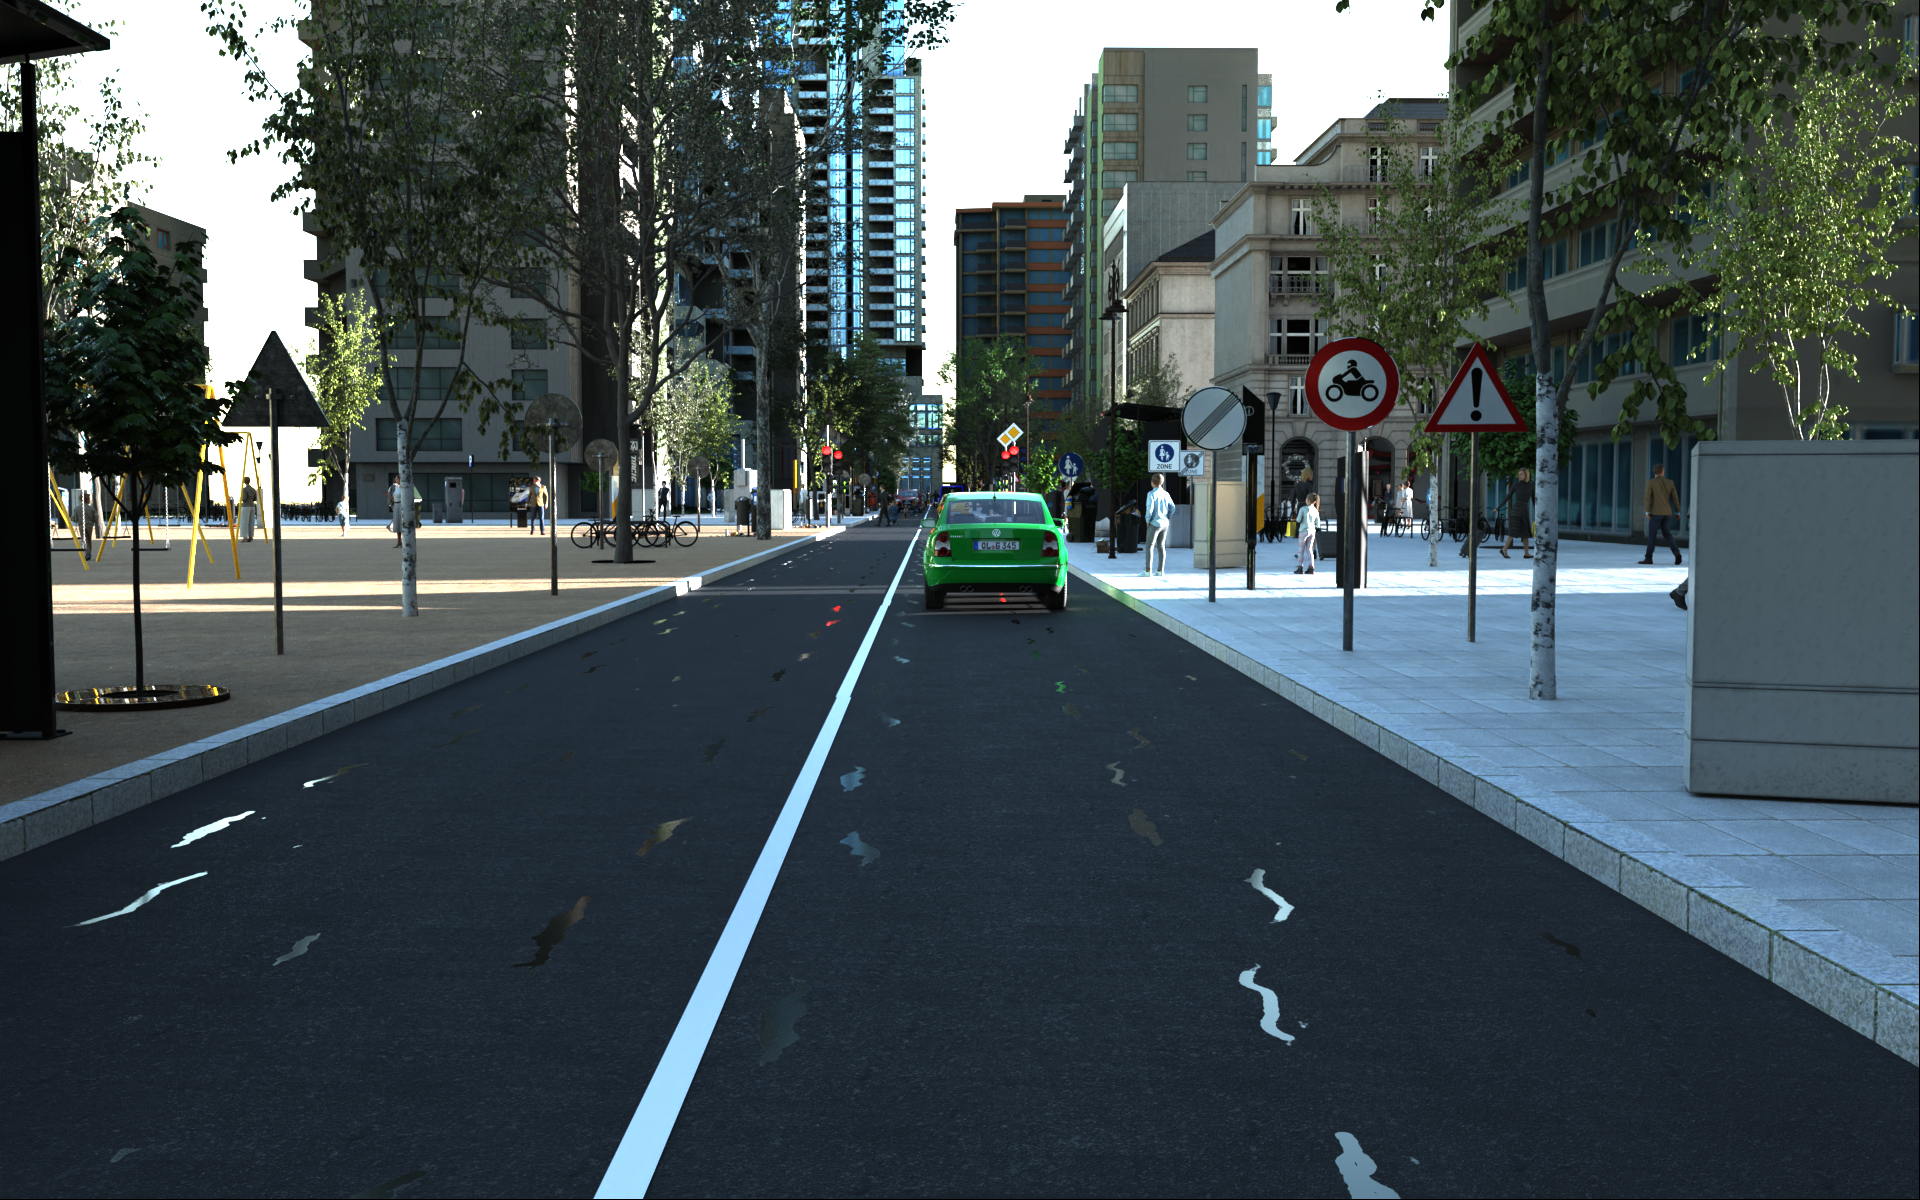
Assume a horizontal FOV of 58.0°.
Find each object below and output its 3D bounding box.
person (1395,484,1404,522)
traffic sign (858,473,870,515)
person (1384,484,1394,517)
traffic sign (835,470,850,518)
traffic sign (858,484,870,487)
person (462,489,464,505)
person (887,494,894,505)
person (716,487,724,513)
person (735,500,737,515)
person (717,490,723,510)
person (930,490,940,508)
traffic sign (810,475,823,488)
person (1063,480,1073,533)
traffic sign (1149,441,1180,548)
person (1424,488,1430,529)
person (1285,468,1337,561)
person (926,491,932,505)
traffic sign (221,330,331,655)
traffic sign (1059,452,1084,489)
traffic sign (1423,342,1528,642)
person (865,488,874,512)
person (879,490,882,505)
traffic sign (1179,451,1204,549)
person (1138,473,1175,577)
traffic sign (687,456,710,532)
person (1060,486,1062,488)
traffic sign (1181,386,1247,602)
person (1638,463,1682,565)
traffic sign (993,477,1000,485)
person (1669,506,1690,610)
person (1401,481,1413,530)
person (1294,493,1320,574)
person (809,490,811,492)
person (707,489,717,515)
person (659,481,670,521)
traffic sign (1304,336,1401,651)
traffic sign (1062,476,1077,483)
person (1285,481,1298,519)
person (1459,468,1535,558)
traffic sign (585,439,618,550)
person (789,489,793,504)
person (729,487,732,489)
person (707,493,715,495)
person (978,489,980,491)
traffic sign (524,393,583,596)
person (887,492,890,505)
[{"bbox_3d":[19.695,-4.318,77.387,0.466,1.731,0.760,0,4,3],"label":"person"},{"bbox_3d":[-5.903,-6.515,106.631,0.768,2.556,0.104,0,4,3],"label":"traffic sign"},{"bbox_3d":[20.026,-4.555,80.941,0.576,1.772,0.534,2,4,34],"label":"person"},{"bbox_3d":[-6.208,-5.585,91.419,0.768,2.556,0.104,0,4,5],"label":"traffic sign"},{"bbox_3d":[-6.971,-7.705,125.981,0.884,2.594,0.081,0,4,1],"label":"traffic sign"},{"bbox_3d":[-23.049,-4.495,79.552,0.555,1.821,0.388,0,4,1],"label":"person"},{"bbox_3d":[-8.134,-11.771,201.690,0.799,1.438,0.628,-1,4,-12],"label":"person"},{"bbox_3d":[-16.291,-6.871,118.652,0.850,1.792,0.678,2,4,30],"label":"person"},{"bbox_3d":[-13.709,-6.077,107.220,0.589,1.601,0.330,1,4,16],"label":"person"},{"bbox_3d":[-18.694,-7.921,135.795,0.600,1.795,0.529,0,4,1],"label":"person"},{"bbox_3d":[-2.491,-10.412,178.878,1.348,1.807,0.705,1,4,21],"label":"person"},{"bbox_3d":[-9.453,-6.972,113.998,0.884,2.594,0.081,0,4,6],"label":"traffic sign"},{"bbox_3d":[3.577,-3.039,56.479,0.466,1.731,0.760,1,4,19],"label":"person"},{"bbox_3d":[3.885,-1.887,32.976,0.606,2.300,0.079,0,4,1],"label":"traffic sign"},{"bbox_3d":[16.732,-3.370,61.482,0.601,1.785,0.444,-3,5,-40],"label":"person"},{"bbox_3d":[6.910,-1.695,33.967,0.699,1.804,1.509,0,4,-7],"label":"person"},{"bbox_3d":[-4.151,-13.181,223.635,1.348,1.869,0.705,-2,4,-28],"label":"person"},{"bbox_3d":[-5.445,-0.843,13.783,0.884,2.594,0.081,0,4,3],"label":"traffic sign"},{"bbox_3d":[3.401,-3.239,53.067,0.768,2.556,0.104,0,4,3],"label":"traffic sign"},{"bbox_3d":[4.439,-0.915,14.962,0.884,2.594,0.081,0,4,4],"label":"traffic sign"},{"bbox_3d":[-6.536,-7.202,124.542,0.760,1.731,0.466,-2,4,-32],"label":"person"},{"bbox_3d":[-7.889,-10.284,174.971,0.721,1.735,1.217,0,4,-8],"label":"person"},{"bbox_3d":[5.418,-2.351,40.571,0.606,2.300,0.079,0,4,7],"label":"traffic sign"},{"bbox_3d":[3.072,-1.170,26.986,0.589,1.601,0.330,-2,4,-26],"label":"person"},{"bbox_3d":[-8.824,-3.570,58.474,0.768,2.556,0.104,0,4,0],"label":"traffic sign"},{"bbox_3d":[5.352,-5.238,91.883,0.606,1.804,0.583,-2,4,-34],"label":"person"},{"bbox_3d":[3.001,-1.249,20.532,0.768,2.556,0.104,0,4,6],"label":"traffic sign"},{"bbox_3d":[12.799,-1.565,31.548,0.656,1.842,0.836,-3,4,-37],"label":"person"},{"bbox_3d":[2.642,-7.952,130.118,0.768,2.556,0.104,0,4,2],"label":"traffic sign"},{"bbox_3d":[8.260,-0.786,19.001,0.850,1.850,0.679,2,4,25],"label":"person"},{"bbox_3d":[16.125,-3.428,62.659,0.480,1.755,0.524,-2,4,-25],"label":"person"},{"bbox_3d":[5.549,-1.069,27.807,0.425,1.301,0.394,-3,4,-37],"label":"person"},{"bbox_3d":[-15.496,-10.620,180.471,0.721,1.735,1.217,0,4,7],"label":"person"},{"bbox_3d":[-15.208,-6.015,106.197,0.589,1.601,0.330,-2,4,-24],"label":"person"},{"bbox_3d":[-13.723,-4.552,79.834,0.648,1.900,0.474,1,4,11],"label":"person"},{"bbox_3d":[3.180,-0.857,14.121,0.768,2.556,0.104,0,4,7],"label":"traffic sign"},{"bbox_3d":[5.117,-4.965,81.278,0.768,2.556,0.104,0,4,-1],"label":"traffic sign"},{"bbox_3d":[15.157,-4.428,78.222,0.755,1.850,0.659,-1,4,-18],"label":"person"},{"bbox_3d":[10.856,-1.737,34.667,1.509,1.804,0.699,2,4,34],"label":"person"},{"bbox_3d":[-8.275,-2.437,39.957,0.768,2.556,0.104,0,4,1],"label":"traffic sign"},{"bbox_3d":[-17.998,-10.907,184.000,0.705,1.869,1.348,3,5,41],"label":"person"},{"bbox_3d":[-17.768,-7.811,133.997,0.529,1.795,0.600,-3,5,-44],"label":"person"},{"bbox_3d":[-19.351,-7.839,134.780,0.480,1.755,0.524,3,4,36],"label":"person"},{"bbox_3d":[2.023,-10.513,178.385,0.568,1.767,0.683,-3,5,-41],"label":"person"},{"bbox_3d":[-5.134,-1.330,21.852,0.768,2.556,0.104,0,4,8],"label":"traffic sign"},{"bbox_3d":[-8.581,-12.075,204.264,0.445,1.727,0.742,2,4,25],"label":"person"}]
